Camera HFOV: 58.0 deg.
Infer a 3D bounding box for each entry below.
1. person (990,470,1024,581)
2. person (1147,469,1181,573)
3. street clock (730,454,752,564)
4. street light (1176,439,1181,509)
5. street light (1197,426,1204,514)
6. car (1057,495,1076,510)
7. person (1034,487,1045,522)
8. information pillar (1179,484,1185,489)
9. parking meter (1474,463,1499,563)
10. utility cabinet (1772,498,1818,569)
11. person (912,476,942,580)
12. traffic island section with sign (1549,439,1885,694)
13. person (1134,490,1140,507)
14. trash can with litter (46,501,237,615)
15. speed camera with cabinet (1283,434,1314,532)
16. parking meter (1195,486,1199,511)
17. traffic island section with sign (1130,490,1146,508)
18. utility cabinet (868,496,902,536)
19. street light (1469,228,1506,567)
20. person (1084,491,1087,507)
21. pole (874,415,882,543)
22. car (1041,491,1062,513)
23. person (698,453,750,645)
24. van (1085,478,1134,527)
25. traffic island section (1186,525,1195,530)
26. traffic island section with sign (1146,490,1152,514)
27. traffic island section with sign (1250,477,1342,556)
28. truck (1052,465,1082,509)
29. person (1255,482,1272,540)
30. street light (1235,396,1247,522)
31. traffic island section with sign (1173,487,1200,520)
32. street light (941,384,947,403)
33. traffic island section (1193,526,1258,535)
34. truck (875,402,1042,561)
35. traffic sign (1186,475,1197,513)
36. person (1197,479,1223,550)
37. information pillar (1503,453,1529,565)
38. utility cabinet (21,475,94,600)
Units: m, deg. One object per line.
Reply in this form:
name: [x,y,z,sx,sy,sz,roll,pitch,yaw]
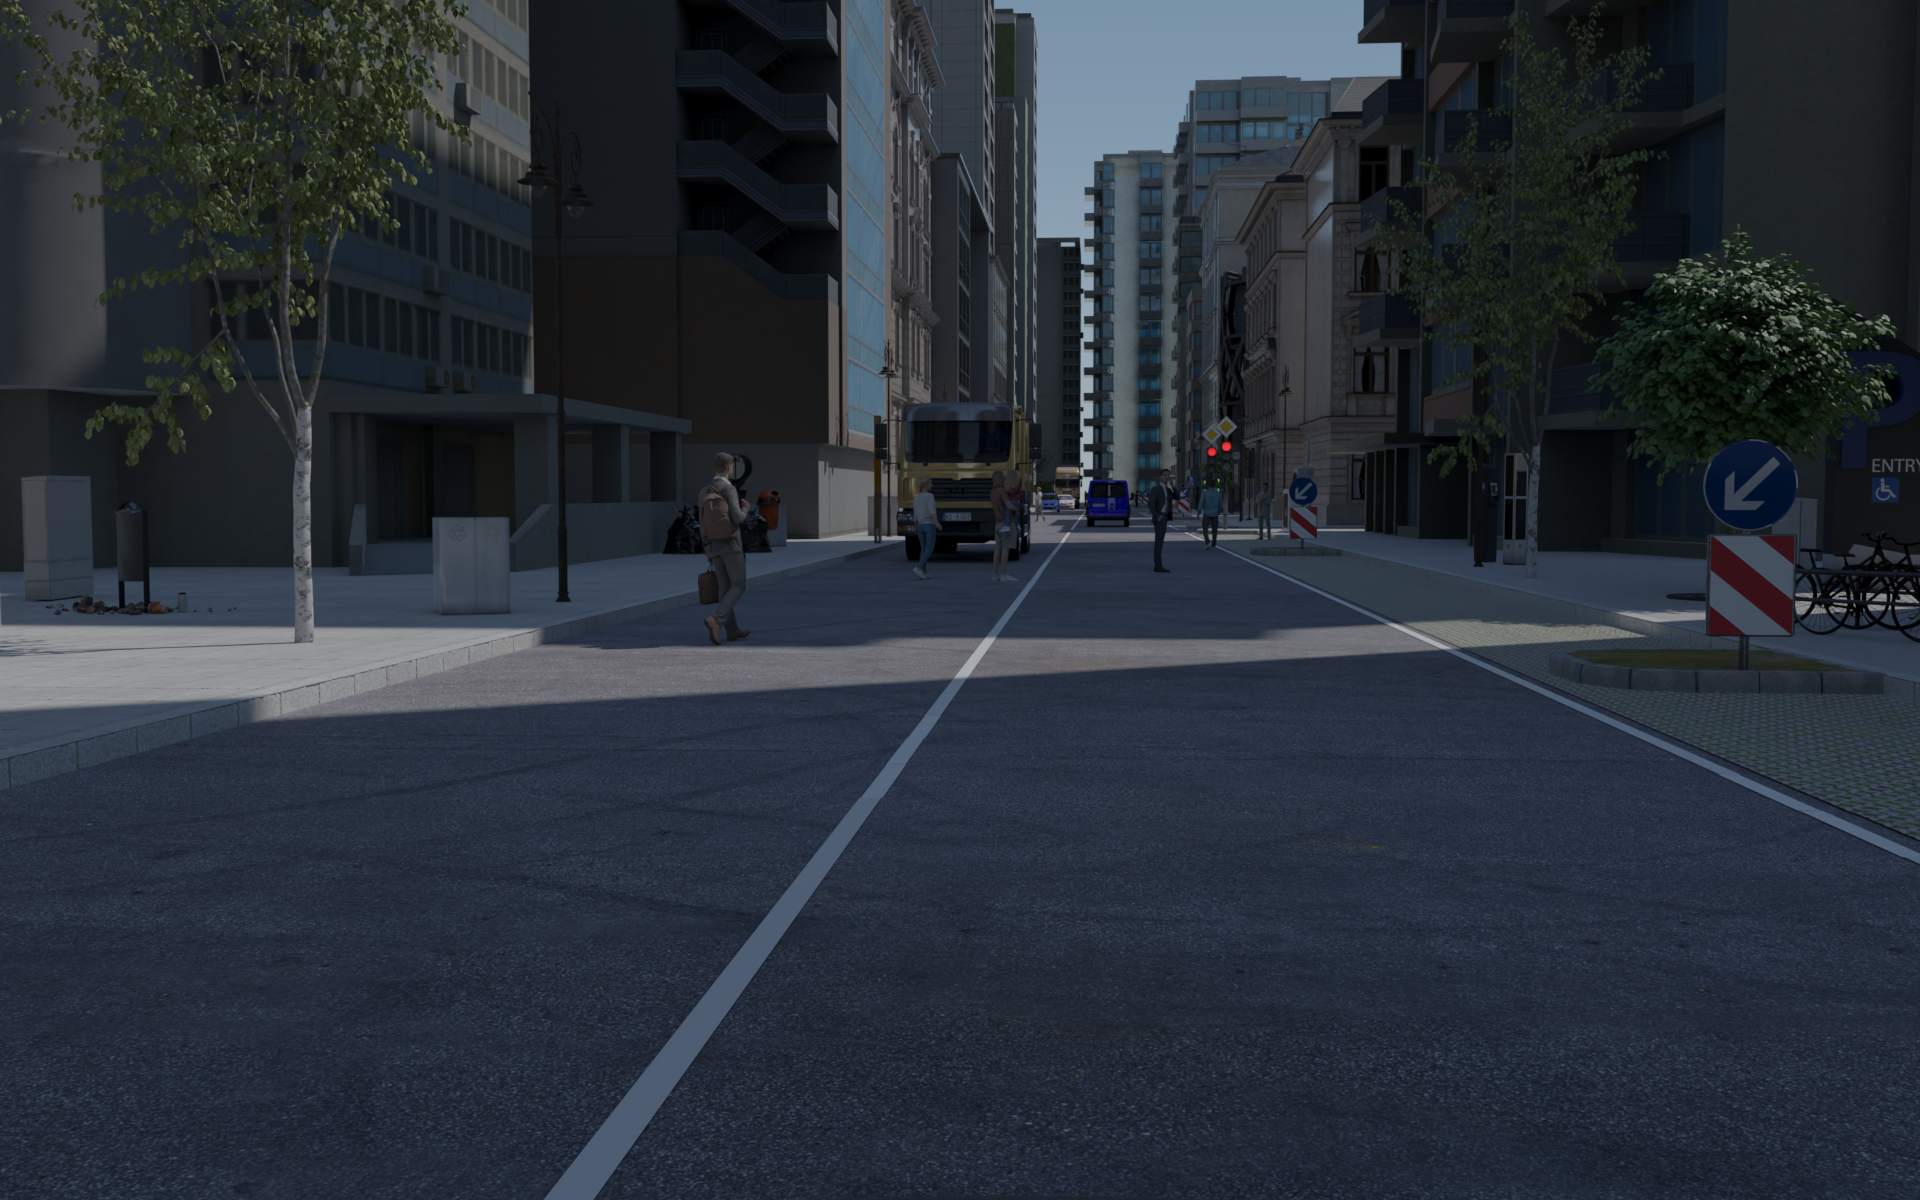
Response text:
person: [0.752,-1.225,28.510,0.580,1.828,0.573,1,4,16]
person: [3.767,-1.470,31.893,0.474,1.900,0.648,2,4,30]
street clock: [-4.033,-1.647,31.499,0.471,2.002,0.358,2,4,27]
street light: [18.170,-10.477,144.084,0.468,5.910,1.993,0,4,5]
street light: [15.635,-8.547,112.534,0.468,5.910,1.993,0,4,5]
car: [9.421,-8.820,156.573,2.083,1.381,4.827,0,4,4]
person: [4.167,-4.986,90.253,0.641,1.798,0.478,3,4,38]
information pillar: [16.247,-7.486,126.883,0.304,2.012,0.304,-1,4,-18]
parking meter: [9.899,-1.643,32.569,0.255,1.863,0.399,-2,4,-30]
utility cabinet: [14.245,-1.127,29.581,0.306,1.237,1.020,0,4,0]
person: [-0.589,-1.218,29.080,0.731,1.740,0.598,3,4,36]
traffic island section with sign: [5.673,-0.287,13.319,1.989,1.847,2.006,0,4,5]
person: [19.763,-11.358,194.143,0.705,1.831,1.348,3,5,43]
trash can with litter: [-9.201,-0.488,19.041,2.233,1.210,1.678,2,4,35]
speed camera with cabinet: [11.301,-3.887,57.893,0.660,3.252,2.038,0,4,-2]
parking meter: [18.266,-7.806,133.346,0.255,1.863,0.399,0,4,-1]
traffic island section with sign: [20.503,-11.654,199.162,1.989,1.847,2.006,0,4,5]
utility cabinet: [-2.319,-2.587,53.467,1.020,1.237,0.306,1,4,14]
street light: [9.143,-3.521,30.360,0.468,5.910,1.993,0,4,5]
person: [14.267,-11.487,196.332,0.705,1.822,1.348,-1,4,-11]
pole: [-2.138,-3.132,45.048,0.158,3.312,0.155,0,3,0]
car: [6.942,-7.656,134.761,1.945,1.707,3.694,0,4,4]
person: [-2.299,-0.505,16.713,0.622,1.834,0.822,2,4,32]
van: [6.633,-4.449,77.131,2.240,2.365,5.245,0,4,6]
traffic island section: [10.205,-2.937,70.300,2.009,0.180,2.903,0,4,5]
traffic island section with sign: [14.484,-7.045,123.805,1.989,1.847,2.006,0,4,5]
traffic island section with sign: [7.844,-1.955,40.591,1.989,1.847,2.006,0,4,5]
truck: [10.495,-11.008,168.889,2.839,4.237,11.283,0,4,4]
person: [9.481,-2.777,54.089,0.511,1.800,0.466,1,4,18]
street light: [13.057,-6.582,80.409,0.468,5.910,1.993,0,4,5]
traffic island section with sign: [12.290,-5.363,96.319,1.989,1.847,2.006,0,4,5]
street light: [-0.615,-6.024,71.275,0.468,5.910,1.993,0,4,5]
traffic island section: [9.569,-2.450,62.340,2.009,0.180,2.903,0,4,5]
truck: [0.229,-2.667,39.536,3.469,3.379,9.791,0,4,4]
traffic sign: [15.604,-7.139,116.831,0.768,2.556,0.104,1,4,12]
person: [6.459,-2.210,44.651,0.660,1.820,0.620,-1,4,-8]
information pillar: [10.041,-1.640,31.299,0.304,2.012,0.304,-1,4,-21]
utility cabinet: [-11.037,-0.765,21.184,0.318,1.500,1.173,0,4,-3]
